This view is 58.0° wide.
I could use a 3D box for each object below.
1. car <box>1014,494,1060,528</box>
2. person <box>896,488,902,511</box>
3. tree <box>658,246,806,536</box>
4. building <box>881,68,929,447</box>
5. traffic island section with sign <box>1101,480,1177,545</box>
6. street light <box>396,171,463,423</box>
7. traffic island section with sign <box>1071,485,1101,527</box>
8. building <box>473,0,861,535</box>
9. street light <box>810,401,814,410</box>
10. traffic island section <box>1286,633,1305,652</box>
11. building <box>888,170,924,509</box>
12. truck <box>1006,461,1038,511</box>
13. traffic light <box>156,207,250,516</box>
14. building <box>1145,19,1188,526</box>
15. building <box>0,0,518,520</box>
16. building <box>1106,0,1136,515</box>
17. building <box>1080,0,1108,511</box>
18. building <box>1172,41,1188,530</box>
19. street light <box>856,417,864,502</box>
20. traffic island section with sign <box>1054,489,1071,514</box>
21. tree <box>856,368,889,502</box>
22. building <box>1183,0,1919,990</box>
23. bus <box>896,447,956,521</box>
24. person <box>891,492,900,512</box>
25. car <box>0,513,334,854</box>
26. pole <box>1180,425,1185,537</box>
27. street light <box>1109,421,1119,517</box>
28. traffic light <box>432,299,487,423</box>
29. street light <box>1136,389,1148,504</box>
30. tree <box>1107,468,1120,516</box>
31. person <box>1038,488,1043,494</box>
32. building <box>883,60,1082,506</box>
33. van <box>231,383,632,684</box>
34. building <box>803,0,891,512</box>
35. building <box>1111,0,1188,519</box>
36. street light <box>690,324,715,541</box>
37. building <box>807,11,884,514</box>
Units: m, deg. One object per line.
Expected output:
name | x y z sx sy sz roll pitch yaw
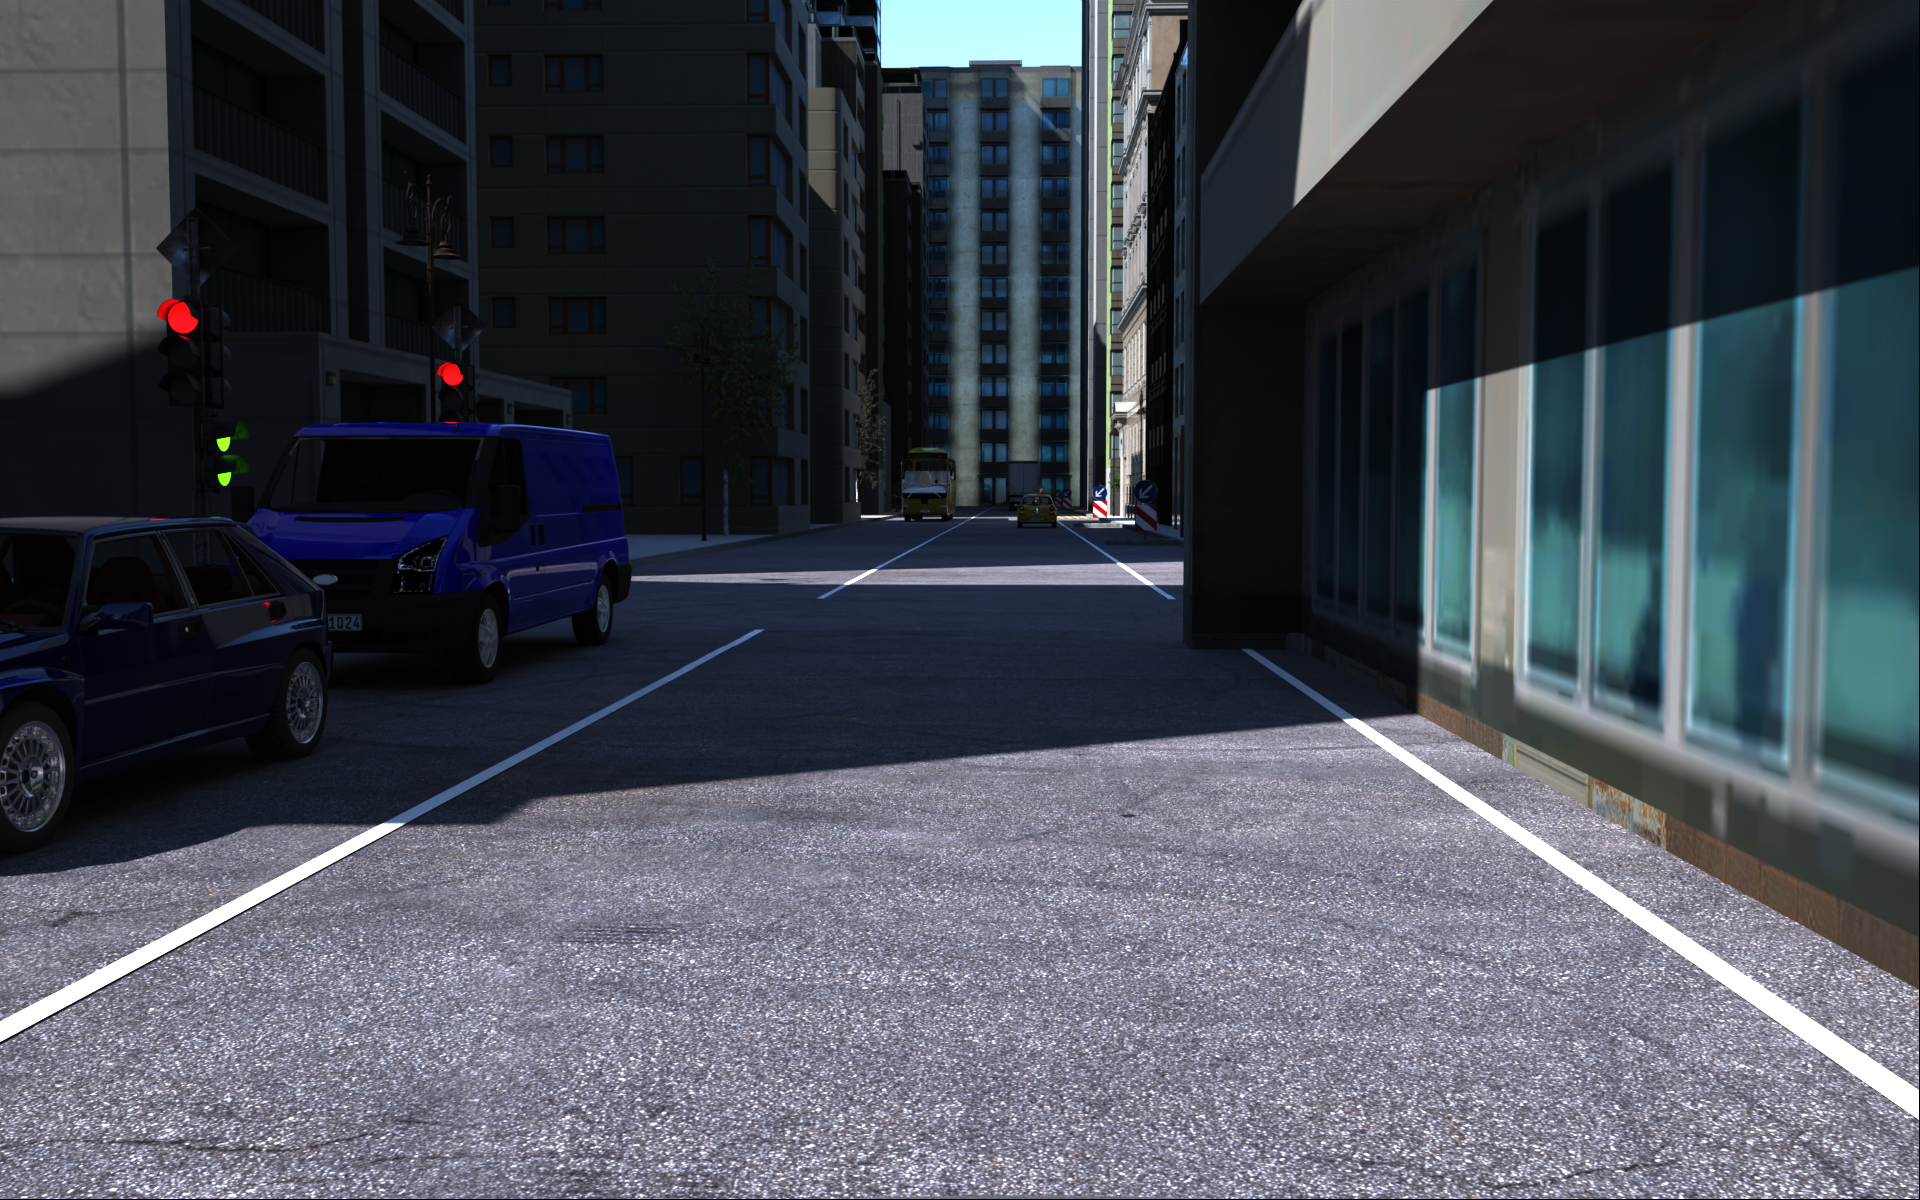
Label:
car | 3.317 -3.929 74.460 2.015 1.641 3.980 0 4 3
person | -4.483 -7.535 129.687 0.683 1.767 0.568 0 4 4
tree | -6.859 -6.236 52.313 4.737 8.622 4.395 0 3 0
building | -10.132 -29.711 169.371 14.086 41.232 14.154 0 4 2
traffic island section with sign | 5.125 -2.489 49.324 1.989 1.847 2.006 0 4 2
street light | -7.687 -3.209 25.250 0.468 5.910 1.993 0 4 2
traffic island section with sign | 6.011 -4.138 76.278 1.989 1.847 2.006 0 4 2
building | -19.069 -13.692 68.909 27.650 21.520 28.899 0 4 2
street light | -6.149 -5.916 69.520 0.468 5.910 1.993 0 4 2
traffic island section | 4.029 0.338 16.758 2.009 0.180 2.903 0 4 2
building | -10.636 -23.391 154.140 14.160 30.474 14.107 0 4 2
truck | 5.438 -9.915 151.031 2.839 4.237 11.283 0 4 1
traffic light | -7.466 -1.718 17.009 0.839 4.253 0.868 0 4 2
building | 14.441 -14.774 71.240 12.332 23.373 15.834 0 4 2
building | -19.495 -36.480 34.696 20.563 71.187 20.611 0 4 2
building | 16.408 -26.153 111.194 14.154 41.232 14.086 0 4 2
building | 21.700 -37.808 160.159 21.231 58.520 28.212 0 4 2
building | 12.719 -12.222 54.580 10.420 20.320 16.860 0 4 2
street light | -5.354 -7.268 91.615 0.468 5.910 1.993 0 4 2
traffic island section with sign | 7.698 -7.220 126.682 1.989 1.847 2.006 0 4 2
tree | -5.732 -8.883 95.597 4.360 8.622 3.978 0 3 0
building | 12.461 -23.291 4.509 21.300 48.544 21.600 0 4 2
bus | -1.656 -6.292 94.428 2.896 3.916 12.252 0 4 2
person | -4.604 -6.958 123.045 0.697 1.427 0.421 -2 4 -27
car | -4.483 0.270 8.161 1.945 1.354 3.894 0 4 4
pole | 6.633 -3.511 51.250 0.158 3.312 0.155 0 3 0
street light | 8.793 -7.715 98.925 0.468 5.910 1.993 0 4 2
traffic light | -7.200 -2.206 24.990 0.839 4.253 0.868 0 4 2
street light | 7.942 -6.315 76.037 0.468 5.910 1.993 0 4 2
tree | 9.714 -6.545 101.615 1.663 3.219 1.824 0 3 0
person | 5.131 -6.147 109.141 0.705 1.807 1.348 3 5 42
building | 3.899 -35.140 194.142 30.456 49.044 23.786 0 4 2
van | -4.388 -0.642 14.875 2.240 2.365 5.245 0 4 3
building | -16.036 -49.963 129.571 22.319 86.520 31.000 0 4 2
building | 15.138 -18.538 89.006 13.634 28.700 20.117 0 4 2
street light | -7.001 -4.553 47.223 0.468 5.910 1.993 0 4 2
building | -12.287 -20.566 107.954 14.160 30.474 14.107 0 4 2
